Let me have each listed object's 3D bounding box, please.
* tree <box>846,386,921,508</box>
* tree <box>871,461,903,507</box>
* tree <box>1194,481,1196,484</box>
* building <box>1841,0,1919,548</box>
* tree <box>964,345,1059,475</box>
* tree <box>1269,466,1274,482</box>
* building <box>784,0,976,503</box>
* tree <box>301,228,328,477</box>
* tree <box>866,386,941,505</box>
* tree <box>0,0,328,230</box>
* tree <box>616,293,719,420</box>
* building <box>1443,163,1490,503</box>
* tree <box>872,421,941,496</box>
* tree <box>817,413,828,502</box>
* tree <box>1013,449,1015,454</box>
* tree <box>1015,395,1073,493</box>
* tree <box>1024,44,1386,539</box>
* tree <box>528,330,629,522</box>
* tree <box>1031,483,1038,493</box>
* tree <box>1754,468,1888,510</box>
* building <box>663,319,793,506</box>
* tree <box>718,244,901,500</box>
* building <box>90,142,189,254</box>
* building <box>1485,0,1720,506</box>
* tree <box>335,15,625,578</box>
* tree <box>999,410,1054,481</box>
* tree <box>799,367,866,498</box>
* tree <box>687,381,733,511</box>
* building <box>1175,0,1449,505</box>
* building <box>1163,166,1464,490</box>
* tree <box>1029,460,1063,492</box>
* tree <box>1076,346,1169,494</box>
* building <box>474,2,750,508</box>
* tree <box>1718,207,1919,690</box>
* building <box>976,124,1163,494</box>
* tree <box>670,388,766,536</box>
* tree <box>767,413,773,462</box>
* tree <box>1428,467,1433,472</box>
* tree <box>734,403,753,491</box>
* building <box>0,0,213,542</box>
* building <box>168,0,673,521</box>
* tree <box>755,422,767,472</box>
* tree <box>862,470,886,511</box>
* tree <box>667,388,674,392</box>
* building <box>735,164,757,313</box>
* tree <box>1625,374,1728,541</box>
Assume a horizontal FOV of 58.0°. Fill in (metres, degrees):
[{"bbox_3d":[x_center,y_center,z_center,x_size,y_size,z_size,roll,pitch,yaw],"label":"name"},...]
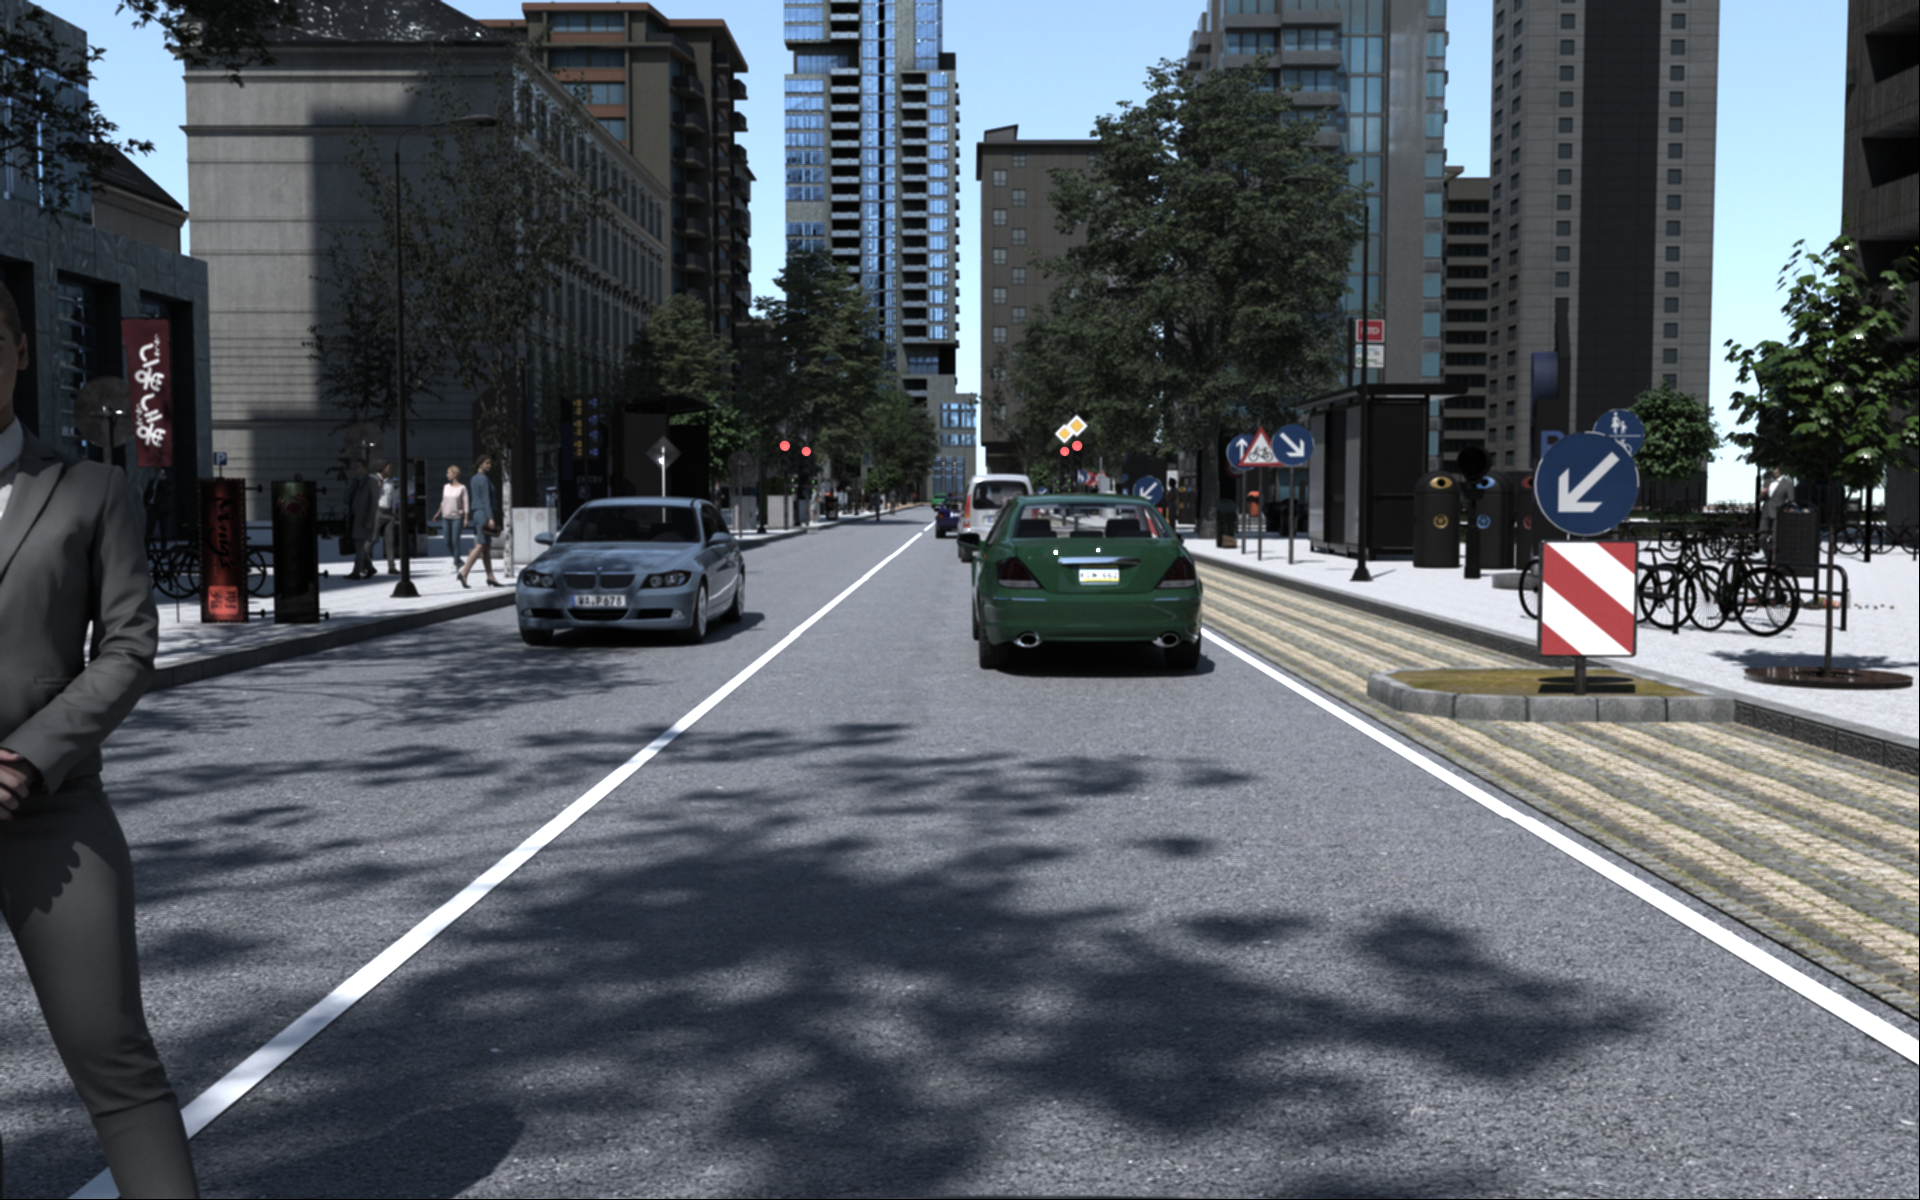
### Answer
[{"bbox_3d":[-7.273,-14.330,160.054,9.928,11.665,9.643,0,3,0],"label":"tree"},{"bbox_3d":[-7.276,-11.367,169.556,4.285,4.588,4.351,0,3,0],"label":"tree"},{"bbox_3d":[19.219,-8.651,136.042,1.663,3.219,1.824,0,3,0],"label":"tree"},{"bbox_3d":[28.569,-16.389,39.656,14.160,30.474,14.107,0,4,0],"label":"building"},{"bbox_3d":[7.394,-22.306,220.595,12.611,20.169,13.585,0,3,0],"label":"tree"},{"bbox_3d":[19.961,-8.306,119.511,4.285,4.588,4.351,0,3,0],"label":"tree"},{"bbox_3d":[-13.132,-57.438,251.784,31.000,86.520,22.319,0,4,0],"label":"building"},{"bbox_3d":[-15.407,-5.834,45.755,4.360,8.622,3.978,0,3,0],"label":"tree"},{"bbox_3d":[-6.569,-18.112,202.782,9.857,13.997,8.962,0,3,0],"label":"tree"},{"bbox_3d":[-7.184,-4.619,9.938,8.767,10.594,7.601,3,5,42],"label":"tree"},{"bbox_3d":[-16.102,-11.023,98.349,7.486,12.596,7.792,0,3,0],"label":"tree"},{"bbox_3d":[65.630,-38.394,251.442,21.600,48.544,21.300,0,4,0],"label":"building"},{"bbox_3d":[-6.749,-17.164,215.037,8.767,10.594,7.601,-1,4,-19],"label":"tree"},{"bbox_3d":[-10.792,-11.040,130.858,4.737,8.622,4.395,0,3,0],"label":"tree"},{"bbox_3d":[7.436,-13.245,166.910,4.360,8.622,3.978,0,3,0],"label":"tree"},{"bbox_3d":[7.107,-10.795,126.862,4.360,8.622,3.978,0,3,0],"label":"tree"},{"bbox_3d":[7.006,-8.706,48.995,9.857,13.997,8.962,0,3,0],"label":"tree"},{"bbox_3d":[-18.062,-7.832,78.411,4.737,8.622,4.395,0,3,0],"label":"tree"},{"bbox_3d":[6.994,-9.785,154.582,1.663,3.219,1.824,0,3,0],"label":"tree"},{"bbox_3d":[62.630,-9.857,124.066,11.467,7.101,20.602,0,4,1],"label":"tree"},{"bbox_3d":[-34.443,-21.246,192.418,28.899,21.520,27.650,0,4,0],"label":"building"},{"bbox_3d":[-6.376,-9.853,79.230,7.486,12.596,7.792,0,3,0],"label":"tree"},{"bbox_3d":[-50.700,-13.694,88.519,19.286,19.102,10.561,0,4,0],"label":"building"},{"bbox_3d":[70.185,-46.242,194.312,20.611,71.187,20.563,0,4,0],"label":"building"},{"bbox_3d":[-7.134,-4.638,26.200,4.360,8.622,3.978,0,3,0],"label":"tree"},{"bbox_3d":[7.713,-15.702,191.136,7.601,10.594,8.767,0,4,-2],"label":"tree"},{"bbox_3d":[-7.217,-9.143,99.858,4.360,8.622,3.978,0,3,0],"label":"tree"},{"bbox_3d":[-17.594,-9.806,110.691,4.360,8.622,3.978,0,3,0],"label":"tree"},{"bbox_3d":[32.680,-33.385,165.449,23.786,49.044,30.456,0,4,0],"label":"building"},{"bbox_3d":[37.009,-30.716,194.080,32.217,40.220,23.993,0,4,0],"label":"building"},{"bbox_3d":[7.164,-9.511,139.215,4.285,4.588,4.351,0,3,0],"label":"tree"},{"bbox_3d":[7.281,-7.900,79.523,4.737,8.622,4.395,0,3,0],"label":"tree"},{"bbox_3d":[-31.292,-30.825,158.606,22.147,44.769,28.867,0,4,0],"label":"building"},{"bbox_3d":[6.071,-1.049,11.751,1.663,3.219,1.824,0,3,0],"label":"tree"},{"bbox_3d":[16.129,-40.721,255.030,27.495,52.752,28.713,0,4,0],"label":"building"},{"bbox_3d":[-7.750,-4.277,53.635,4.285,4.588,4.351,0,3,0],"label":"tree"},{"bbox_3d":[-16.613,-11.729,142.125,4.360,8.622,3.978,0,3,0],"label":"tree"},{"bbox_3d":[28.732,-6.904,107.479,1.663,3.219,1.824,0,3,0],"label":"tree"},{"bbox_3d":[-16.956,-10.474,121.620,4.360,8.622,3.978,0,3,0],"label":"tree"},{"bbox_3d":[-36.415,-44.165,34.773,31.000,86.520,22.319,0,4,0],"label":"building"},{"bbox_3d":[-29.050,-20.065,104.473,17.030,29.872,44.131,0,4,0],"label":"building"},{"bbox_3d":[-17.499,-11.134,132.397,4.360,8.622,3.978,0,3,0],"label":"tree"},{"bbox_3d":[-6.996,-8.712,137.039,1.663,3.219,1.824,0,3,0],"label":"tree"},{"bbox_3d":[-16.884,-8.199,84.413,4.360,8.622,3.978,0,3,0],"label":"tree"},{"bbox_3d":[-43.100,-40.742,255.370,27.495,52.752,28.713,0,4,0],"label":"building"},{"bbox_3d":[19.411,-3.906,47.580,4.285,4.588,4.351,0,3,0],"label":"tree"}]
